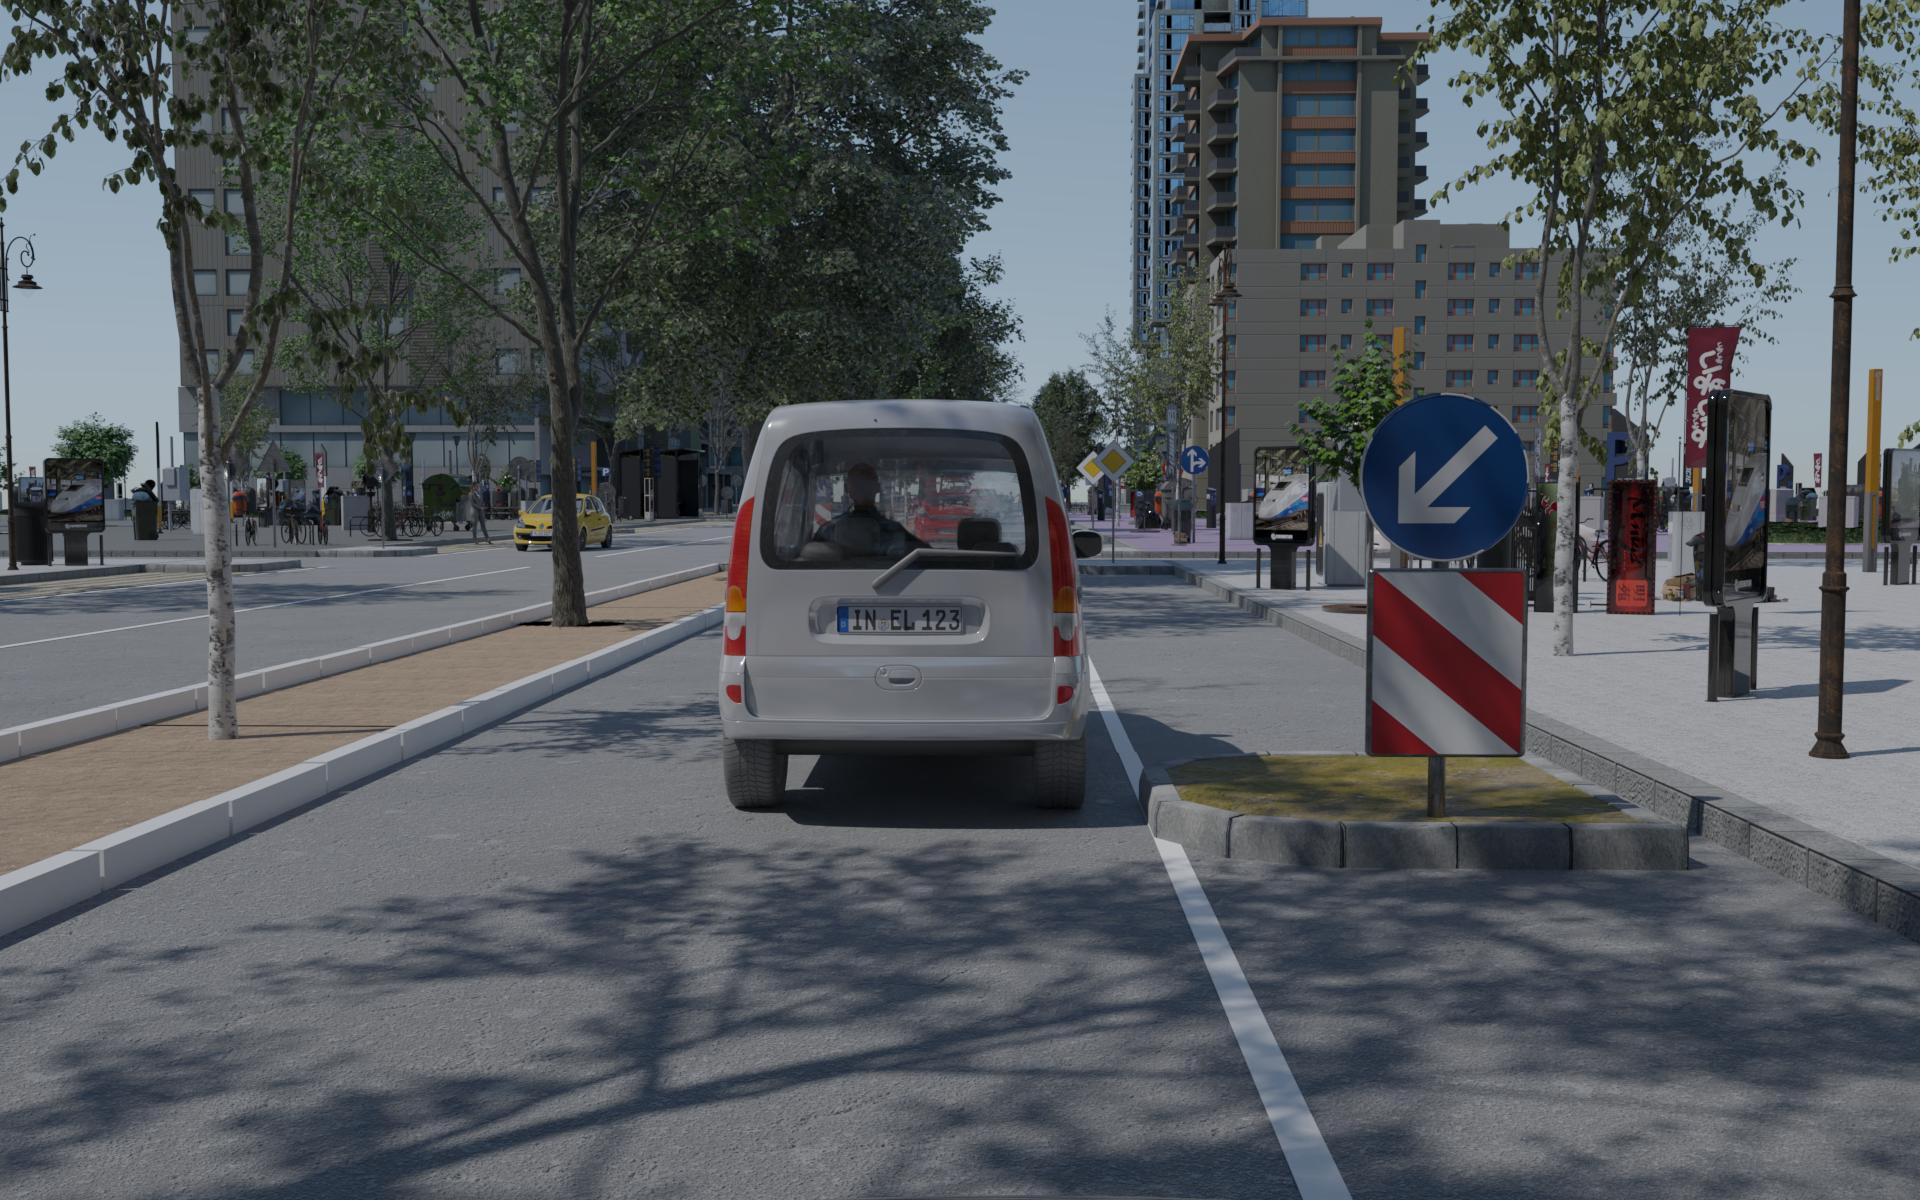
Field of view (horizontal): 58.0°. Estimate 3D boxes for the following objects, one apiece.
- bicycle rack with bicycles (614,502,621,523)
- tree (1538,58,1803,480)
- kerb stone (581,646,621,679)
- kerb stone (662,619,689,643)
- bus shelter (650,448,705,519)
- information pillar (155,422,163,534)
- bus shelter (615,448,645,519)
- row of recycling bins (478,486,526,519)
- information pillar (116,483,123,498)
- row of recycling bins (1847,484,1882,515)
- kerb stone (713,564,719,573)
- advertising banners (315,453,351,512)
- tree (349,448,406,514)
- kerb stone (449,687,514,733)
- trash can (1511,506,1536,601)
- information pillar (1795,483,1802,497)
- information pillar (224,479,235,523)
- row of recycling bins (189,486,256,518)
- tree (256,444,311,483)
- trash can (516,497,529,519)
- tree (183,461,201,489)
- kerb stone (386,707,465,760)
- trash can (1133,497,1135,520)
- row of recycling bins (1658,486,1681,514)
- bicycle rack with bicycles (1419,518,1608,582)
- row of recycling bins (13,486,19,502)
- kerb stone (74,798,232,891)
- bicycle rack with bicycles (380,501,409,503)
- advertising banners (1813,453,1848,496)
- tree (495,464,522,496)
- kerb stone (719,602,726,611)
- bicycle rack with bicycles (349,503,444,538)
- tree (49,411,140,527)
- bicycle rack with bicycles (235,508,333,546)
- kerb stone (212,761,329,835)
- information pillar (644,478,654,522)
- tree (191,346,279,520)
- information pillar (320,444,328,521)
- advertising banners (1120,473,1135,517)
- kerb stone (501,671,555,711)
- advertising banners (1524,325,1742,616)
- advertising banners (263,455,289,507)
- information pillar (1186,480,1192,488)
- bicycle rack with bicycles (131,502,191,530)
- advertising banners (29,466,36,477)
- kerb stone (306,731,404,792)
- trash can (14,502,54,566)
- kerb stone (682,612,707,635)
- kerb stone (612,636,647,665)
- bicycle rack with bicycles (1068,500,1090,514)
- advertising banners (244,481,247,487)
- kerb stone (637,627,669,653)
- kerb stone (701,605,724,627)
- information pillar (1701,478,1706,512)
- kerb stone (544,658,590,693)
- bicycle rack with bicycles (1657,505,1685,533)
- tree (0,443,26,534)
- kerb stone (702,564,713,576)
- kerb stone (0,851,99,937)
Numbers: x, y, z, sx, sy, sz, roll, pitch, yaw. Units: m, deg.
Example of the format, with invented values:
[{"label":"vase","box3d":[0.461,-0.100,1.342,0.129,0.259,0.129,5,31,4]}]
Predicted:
[{"label":"bicycle rack with bicycles","box3d":[-16.382,-3.923,77.528,2.852,0.926,2.925,0,4,-1]},{"label":"tree","box3d":[12.106,-4.875,30.065,4.360,8.622,3.978,0,3,0]},{"label":"kerb stone","box3d":[-2.914,0.509,13.913,0.120,0.150,1.000,0,4,2]},{"label":"kerb stone","box3d":[-2.834,0.324,16.987,0.120,0.150,1.000,0,4,2]},{"label":"bus shelter","box3d":[-14.839,-6.121,91.361,1.731,3.624,6.357,0,4,2]},{"label":"information pillar","box3d":[-26.014,-3.968,56.227,0.183,3.616,0.504,-1,4,-22]},{"label":"bus shelter","box3d":[-16.651,-6.112,91.214,1.731,3.624,6.357,0,4,2]},{"label":"row of recycling bins","box3d":[-23.938,-4.969,88.355,3.534,1.692,1.069,-1,4,-12]},{"label":"information pillar","box3d":[-55.545,-6.727,114.475,0.304,2.012,0.304,-3,5,-44]},{"label":"row of recycling bins","box3d":[38.296,-4.077,73.765,1.069,1.692,3.534,0,4,7]},{"label":"kerb stone","box3d":[-4.498,-0.564,31.424,0.120,0.150,1.000,0,4,2]},{"label":"advertising banners","box3d":[-26.454,-4.702,73.063,2.074,3.025,0.090,2,4,28]},{"label":"tree","box3d":[-36.473,-7.614,108.209,4.285,4.588,4.351,0,3,0]},{"label":"kerb stone","box3d":[-3.011,0.695,10.842,0.120,0.150,1.000,0,4,2]},{"label":"trash can","box3d":[6.797,-0.572,21.004,0.748,1.137,0.748,0,3,0]},{"label":"information pillar","box3d":[53.747,-6.515,111.010,0.304,2.012,0.304,0,4,-2]},{"label":"information pillar","box3d":[-32.477,-5.227,76.813,0.504,3.616,0.183,0,4,7]},{"label":"row of recycling bins","box3d":[-39.952,-5.310,93.932,1.069,1.692,3.534,3,5,44]},{"label":"tree","box3d":[-44.152,-7.912,113.082,4.285,4.588,4.351,0,3,0]},{"label":"trash can","box3d":[-18.281,-3.741,72.822,0.748,1.137,0.748,0,3,0]},{"label":"tree","box3d":[-43.885,-6.373,98.792,1.663,3.219,1.824,0,3,0]},{"label":"kerb stone","box3d":[-3.040,0.757,9.820,0.120,0.150,1.000,0,4,2]},{"label":"trash can","box3d":[8.395,-4.204,80.385,0.748,1.137,0.748,0,3,0]},{"label":"row of recycling bins","box3d":[36.198,-4.989,88.685,3.534,1.692,1.069,-3,5,-44]},{"label":"bicycle rack with bicycles","box3d":[8.228,-0.784,26.193,2.852,0.926,2.925,0,4,-8]},{"label":"row of recycling bins","box3d":[-47.827,-4.991,88.708,1.069,1.692,3.534,-1,4,-9]},{"label":"kerb stone","box3d":[-3.133,0.945,6.750,0.120,0.150,1.000,0,4,2]},{"label":"bicycle rack with bicycles","box3d":[-21.509,-3.295,67.253,2.852,0.926,2.925,-1,4,-13]},{"label":"advertising banners","box3d":[36.733,-4.708,73.155,0.090,3.025,2.074,-1,4,-13]},{"label":"tree","box3d":[-28.594,-7.057,109.976,1.663,3.219,1.824,0,3,0]},{"label":"kerb stone","box3d":[-2.744,0.130,20.063,0.120,0.150,1.000,0,4,2]},{"label":"bicycle rack with bicycles","box3d":[-16.875,-2.372,52.156,2.852,0.926,2.925,3,5,42]},{"label":"tree","box3d":[-34.219,-5.186,68.497,4.285,4.588,4.351,0,3,0]},{"label":"bicycle rack with bicycles","box3d":[-17.252,-1.868,43.918,2.852,0.926,2.925,-1,4,-22]},{"label":"kerb stone","box3d":[-3.099,0.886,7.772,0.120,0.150,1.000,0,4,2]},{"label":"information pillar","box3d":[-14.290,-4.593,79.584,0.304,2.012,0.304,2,4,23]},{"label":"tree","box3d":[-35.644,-8.280,85.743,4.737,8.622,4.395,0,3,0]},{"label":"information pillar","box3d":[-29.471,-5.440,80.298,0.504,3.616,0.183,3,5,44]},{"label":"advertising banners","box3d":[9.725,-6.115,96.166,2.074,3.025,0.090,1,4,20]},{"label":"kerb stone","box3d":[-2.987,0.632,11.864,0.120,0.150,1.000,0,4,2]},{"label":"advertising banners","box3d":[7.104,-1.355,18.343,2.074,3.025,0.090,1,4,23]},{"label":"advertising banners","box3d":[-30.727,-4.996,77.877,0.090,3.025,2.074,1,4,9]},{"label":"information pillar","box3d":[11.553,-5.099,87.853,0.304,2.012,0.304,2,4,27]},{"label":"bicycle rack with bicycles","box3d":[-28.247,-3.012,62.622,2.925,0.926,2.852,-3,5,-42]},{"label":"advertising banners","box3d":[-57.735,-6.906,109.097,2.074,3.025,0.090,1,4,13]},{"label":"kerb stone","box3d":[-3.075,0.819,8.798,0.120,0.150,1.000,0,4,2]},{"label":"trash can","box3d":[-16.718,-1.199,31.265,0.748,1.137,0.748,0,3,0]},{"label":"kerb stone","box3d":[-2.802,0.256,18.016,0.120,0.150,1.000,0,4,2]},{"label":"kerb stone","box3d":[-2.888,0.446,14.935,0.120,0.150,1.000,0,4,2]},{"label":"bicycle rack with bicycles","box3d":[8.290,-6.027,111.925,2.852,0.926,2.925,3,4,38]},{"label":"advertising banners","box3d":[-47.960,-7.274,115.114,2.074,3.025,0.090,2,4,30]},{"label":"kerb stone","box3d":[-2.859,0.382,15.957,0.120,0.150,1.000,0,4,2]},{"label":"kerb stone","box3d":[-2.764,0.193,19.038,0.120,0.150,1.000,0,4,2]},{"label":"information pillar","box3d":[33.709,-4.541,78.734,0.304,2.012,0.304,0,4,-5]},{"label":"kerb stone","box3d":[-2.955,0.570,12.886,0.120,0.150,1.000,0,4,2]},{"label":"bicycle rack with bicycles","box3d":[23.391,-2.764,58.577,2.925,0.926,2.852,0,4,-8]},{"label":"tree","box3d":[-30.973,-3.705,55.178,1.663,3.219,1.824,0,3,0]},{"label":"kerb stone","box3d":[-4.528,-0.501,30.401,0.120,0.150,1.000,0,4,2]},{"label":"kerb stone","box3d":[-3.162,1.008,5.720,0.120,0.150,1.000,0,4,2]}]
